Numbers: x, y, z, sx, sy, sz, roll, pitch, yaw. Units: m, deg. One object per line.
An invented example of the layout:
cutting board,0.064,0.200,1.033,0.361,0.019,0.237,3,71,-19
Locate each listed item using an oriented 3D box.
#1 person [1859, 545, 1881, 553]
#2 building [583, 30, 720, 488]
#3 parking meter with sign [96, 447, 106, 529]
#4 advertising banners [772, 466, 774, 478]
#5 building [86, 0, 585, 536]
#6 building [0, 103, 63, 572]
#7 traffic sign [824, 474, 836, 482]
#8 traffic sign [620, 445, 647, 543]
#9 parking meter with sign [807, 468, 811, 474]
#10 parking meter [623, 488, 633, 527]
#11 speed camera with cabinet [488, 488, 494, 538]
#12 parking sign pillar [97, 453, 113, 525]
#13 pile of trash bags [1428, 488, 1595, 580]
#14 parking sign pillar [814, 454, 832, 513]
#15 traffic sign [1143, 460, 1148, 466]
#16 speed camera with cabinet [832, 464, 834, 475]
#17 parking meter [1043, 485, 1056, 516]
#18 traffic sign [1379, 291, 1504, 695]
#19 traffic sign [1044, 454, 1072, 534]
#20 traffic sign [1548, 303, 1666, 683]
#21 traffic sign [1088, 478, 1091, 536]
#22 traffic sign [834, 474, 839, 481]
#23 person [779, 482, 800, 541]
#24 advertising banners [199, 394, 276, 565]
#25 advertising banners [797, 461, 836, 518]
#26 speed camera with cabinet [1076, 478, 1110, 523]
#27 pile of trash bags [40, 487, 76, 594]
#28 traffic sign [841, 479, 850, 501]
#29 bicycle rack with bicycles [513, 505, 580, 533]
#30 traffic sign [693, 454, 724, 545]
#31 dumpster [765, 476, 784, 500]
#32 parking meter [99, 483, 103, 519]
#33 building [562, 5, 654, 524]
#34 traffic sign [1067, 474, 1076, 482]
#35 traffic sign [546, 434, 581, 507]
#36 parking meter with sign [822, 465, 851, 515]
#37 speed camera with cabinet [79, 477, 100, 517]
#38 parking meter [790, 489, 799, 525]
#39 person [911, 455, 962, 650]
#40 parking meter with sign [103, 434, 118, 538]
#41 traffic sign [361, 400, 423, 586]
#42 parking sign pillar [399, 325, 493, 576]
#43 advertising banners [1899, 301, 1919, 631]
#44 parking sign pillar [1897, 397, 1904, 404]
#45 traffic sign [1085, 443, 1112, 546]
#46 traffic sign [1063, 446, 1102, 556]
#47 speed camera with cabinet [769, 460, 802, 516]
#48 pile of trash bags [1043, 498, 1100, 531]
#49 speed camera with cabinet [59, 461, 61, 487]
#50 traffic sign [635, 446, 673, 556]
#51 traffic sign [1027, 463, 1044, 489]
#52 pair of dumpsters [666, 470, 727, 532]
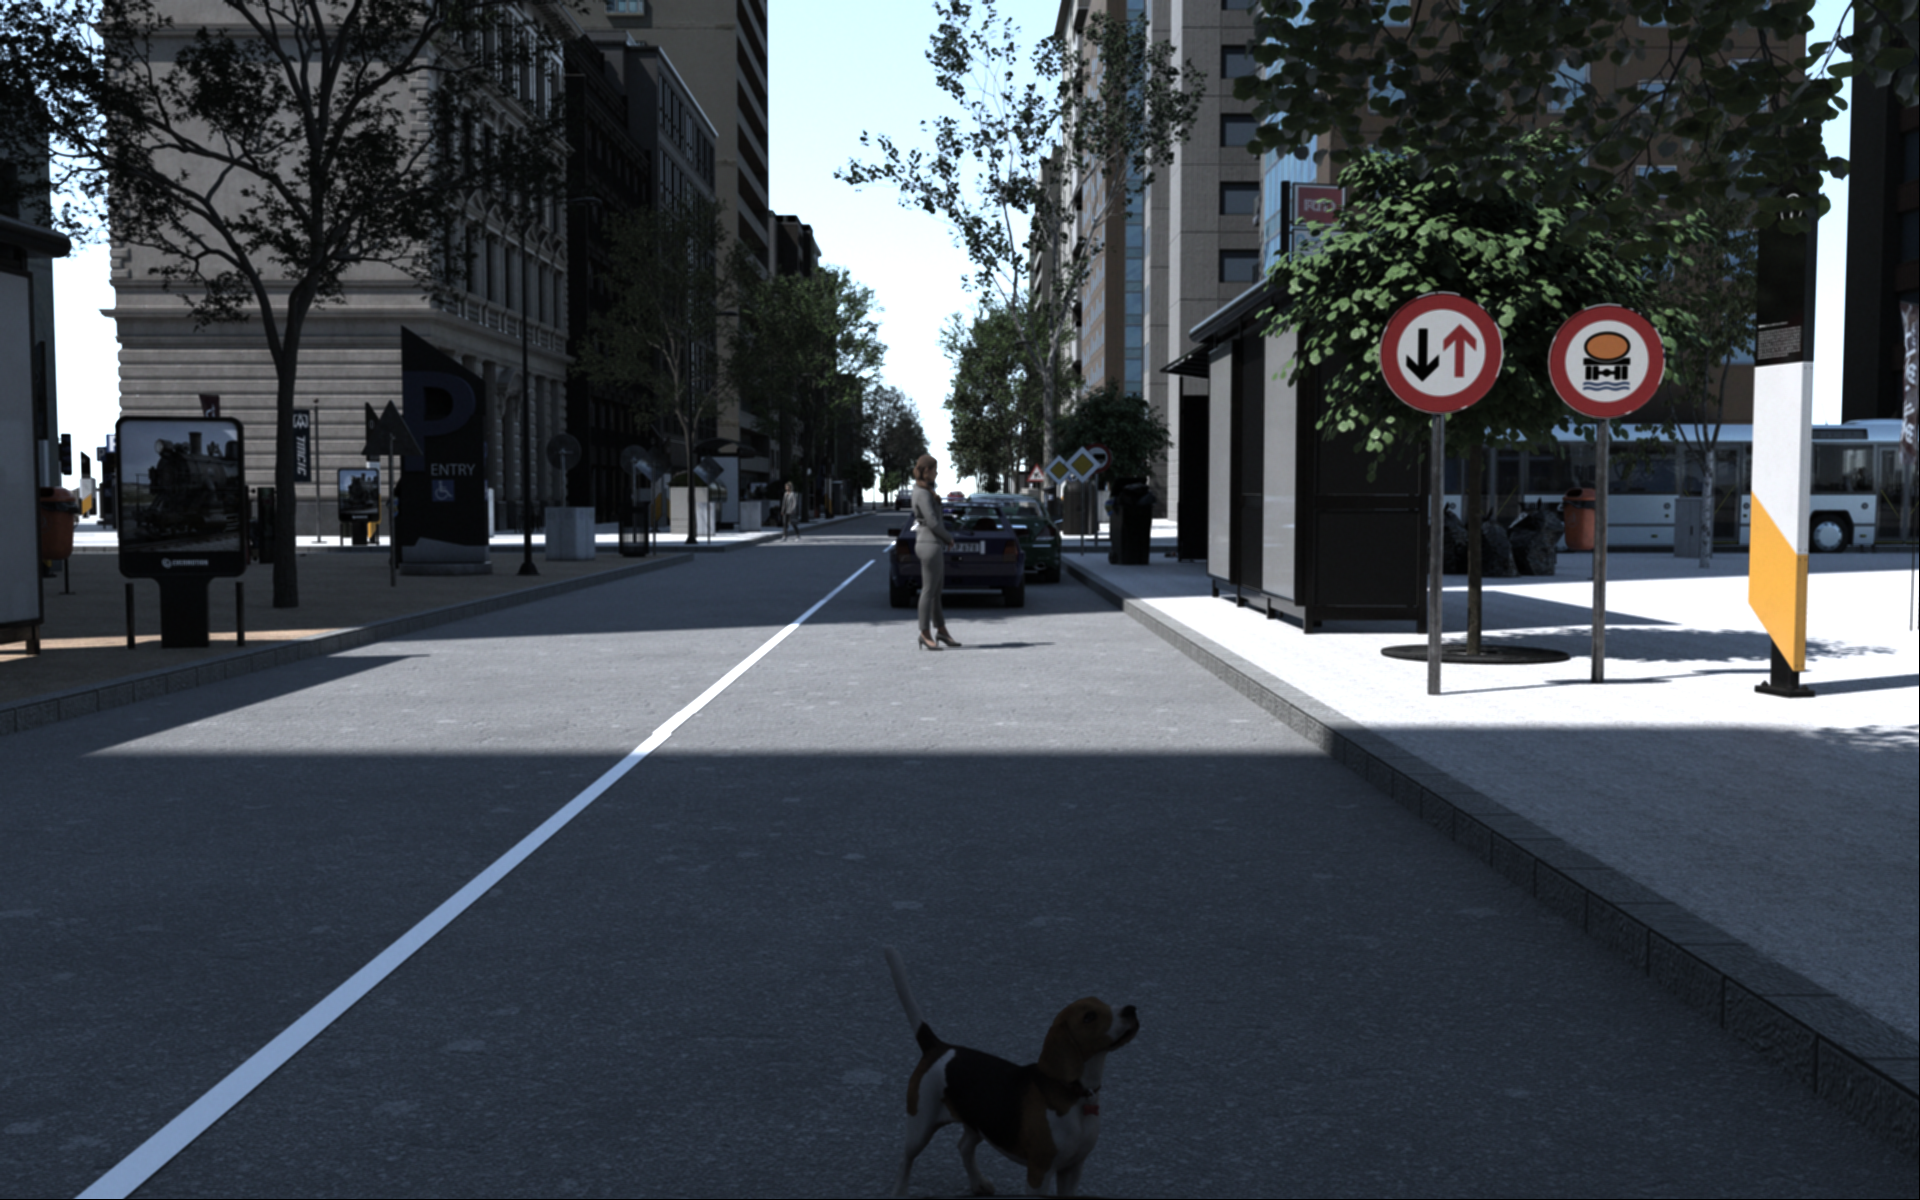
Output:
person,21.831,-2.005,41.460,0.526,1.800,0.537,2,4,24
building,-22.470,-18.716,99.514,14.314,27.812,24.014,0,4,0
parking meter with sign,-31.045,-4.160,64.273,0.543,3.016,1.738,2,4,28
advertising banners,-11.614,-6.722,106.091,0.090,3.025,2.074,0,4,7
building,-20.838,-14.217,61.325,11.050,23.489,19.941,0,4,0
building,-30.398,-42.955,14.993,31.000,86.520,22.319,0,4,0
traffic sign,-8.119,-6.612,108.218,0.768,2.556,0.104,0,4,8
traffic sign,-8.480,-2.751,45.092,0.768,2.556,0.104,1,4,9
parking meter with sign,-9.561,-7.422,117.616,1.738,3.016,0.543,-3,5,-43
parking meter,-12.924,-3.609,67.411,0.372,1.533,0.369,0,3,0
speed camera with cabinet,-14.665,-3.431,50.436,2.038,3.252,0.660,-3,4,-36
parking sign pillar,-35.417,-5.142,72.543,1.447,3.967,1.447,0,4,-2
pile of trash bags,8.723,-1.062,27.122,1.912,1.369,3.447,-2,4,-24
parking sign pillar,-9.040,-7.776,115.604,1.447,3.967,1.447,-1,4,-13
traffic sign,5.164,-3.079,50.345,0.884,2.594,0.081,0,4,2
speed camera with cabinet,-8.198,-7.257,112.995,0.660,3.252,2.038,0,4,4
parking meter,2.640,-2.614,51.142,0.372,1.533,0.369,0,3,0
traffic sign,3.033,-0.667,11.004,0.768,2.556,0.104,0,4,6
traffic sign,2.515,-2.467,43.977,0.795,2.450,0.064,0,4,0
traffic sign,4.332,-0.709,11.693,0.768,2.556,0.104,0,4,5
traffic sign,3.992,-3.247,53.190,0.768,2.556,0.104,1,4,9
traffic sign,-7.898,-6.682,109.260,0.884,2.594,0.081,0,4,5
person,-5.103,-2.683,52.544,0.728,1.800,0.709,-3,5,-45
advertising banners,-12.980,-2.143,31.225,0.090,3.025,2.074,1,4,15
advertising banners,-7.673,-5.875,92.249,2.074,3.025,0.090,0,4,-6
speed camera with cabinet,6.038,-5.020,76.416,2.038,3.252,0.660,-3,4,-36
pile of trash bags,-12.877,-0.757,22.128,3.447,1.369,1.912,0,4,8
traffic sign,-7.581,-6.892,114.809,0.606,2.300,0.079,0,4,8
bicycle rack with bicycles,-13.690,-2.684,57.264,2.852,0.926,2.925,1,4,10
traffic sign,-6.379,-2.466,43.969,0.795,2.450,0.064,0,4,0
dumpster,-9.035,-5.203,87.570,1.502,2.255,1.985,0,4,0
parking meter,-44.284,-5.128,89.550,0.255,1.863,0.399,0,4,2
building,-21.675,-15.296,79.765,12.332,23.373,15.834,0,4,0
traffic sign,5.189,-4.788,78.397,0.768,2.556,0.104,0,4,7
traffic sign,-8.372,-2.229,36.556,0.768,2.556,0.104,1,4,9
parking meter with sign,-7.457,-6.652,105.015,1.738,3.016,0.543,2,4,27
speed camera with cabinet,-47.911,-6.237,96.312,0.660,3.252,2.038,2,4,24
parking meter,-6.973,-3.935,72.754,0.372,1.533,0.369,0,3,0
person,-0.186,-0.439,15.952,0.573,1.790,0.520,-1,4,-22
parking meter with sign,-24.519,-3.351,51.042,0.543,3.016,1.738,0,4,-6
traffic sign,-7.874,-1.467,23.995,0.884,2.594,0.081,0,4,7
parking sign pillar,-8.239,-2.397,27.668,1.447,3.967,1.447,0,4,-7
advertising banners,9.281,-1.239,16.453,2.074,3.025,0.090,-3,5,-41
parking sign pillar,26.415,-3.625,47.747,1.447,3.967,1.447,-3,4,-36
traffic sign,3.382,-2.618,42.913,0.768,2.556,0.104,0,4,4
traffic sign,2.540,-1.979,35.992,0.795,2.450,0.064,0,4,0
speed camera with cabinet,-10.171,-6.585,101.993,2.038,3.252,0.660,1,4,12
pile of trash bags,4.465,-3.107,60.550,3.447,1.369,1.912,0,4,4
speed camera with cabinet,-24.702,-3.155,45.924,2.038,3.252,0.660,2,4,30
traffic sign,-6.354,-1.978,35.984,0.795,2.450,0.064,0,4,0
traffic sign,3.234,-4.469,73.069,0.884,2.594,0.081,0,4,2
pair of dumpsters,-8.826,-3.398,58.047,1.574,2.255,4.437,0,4,0
